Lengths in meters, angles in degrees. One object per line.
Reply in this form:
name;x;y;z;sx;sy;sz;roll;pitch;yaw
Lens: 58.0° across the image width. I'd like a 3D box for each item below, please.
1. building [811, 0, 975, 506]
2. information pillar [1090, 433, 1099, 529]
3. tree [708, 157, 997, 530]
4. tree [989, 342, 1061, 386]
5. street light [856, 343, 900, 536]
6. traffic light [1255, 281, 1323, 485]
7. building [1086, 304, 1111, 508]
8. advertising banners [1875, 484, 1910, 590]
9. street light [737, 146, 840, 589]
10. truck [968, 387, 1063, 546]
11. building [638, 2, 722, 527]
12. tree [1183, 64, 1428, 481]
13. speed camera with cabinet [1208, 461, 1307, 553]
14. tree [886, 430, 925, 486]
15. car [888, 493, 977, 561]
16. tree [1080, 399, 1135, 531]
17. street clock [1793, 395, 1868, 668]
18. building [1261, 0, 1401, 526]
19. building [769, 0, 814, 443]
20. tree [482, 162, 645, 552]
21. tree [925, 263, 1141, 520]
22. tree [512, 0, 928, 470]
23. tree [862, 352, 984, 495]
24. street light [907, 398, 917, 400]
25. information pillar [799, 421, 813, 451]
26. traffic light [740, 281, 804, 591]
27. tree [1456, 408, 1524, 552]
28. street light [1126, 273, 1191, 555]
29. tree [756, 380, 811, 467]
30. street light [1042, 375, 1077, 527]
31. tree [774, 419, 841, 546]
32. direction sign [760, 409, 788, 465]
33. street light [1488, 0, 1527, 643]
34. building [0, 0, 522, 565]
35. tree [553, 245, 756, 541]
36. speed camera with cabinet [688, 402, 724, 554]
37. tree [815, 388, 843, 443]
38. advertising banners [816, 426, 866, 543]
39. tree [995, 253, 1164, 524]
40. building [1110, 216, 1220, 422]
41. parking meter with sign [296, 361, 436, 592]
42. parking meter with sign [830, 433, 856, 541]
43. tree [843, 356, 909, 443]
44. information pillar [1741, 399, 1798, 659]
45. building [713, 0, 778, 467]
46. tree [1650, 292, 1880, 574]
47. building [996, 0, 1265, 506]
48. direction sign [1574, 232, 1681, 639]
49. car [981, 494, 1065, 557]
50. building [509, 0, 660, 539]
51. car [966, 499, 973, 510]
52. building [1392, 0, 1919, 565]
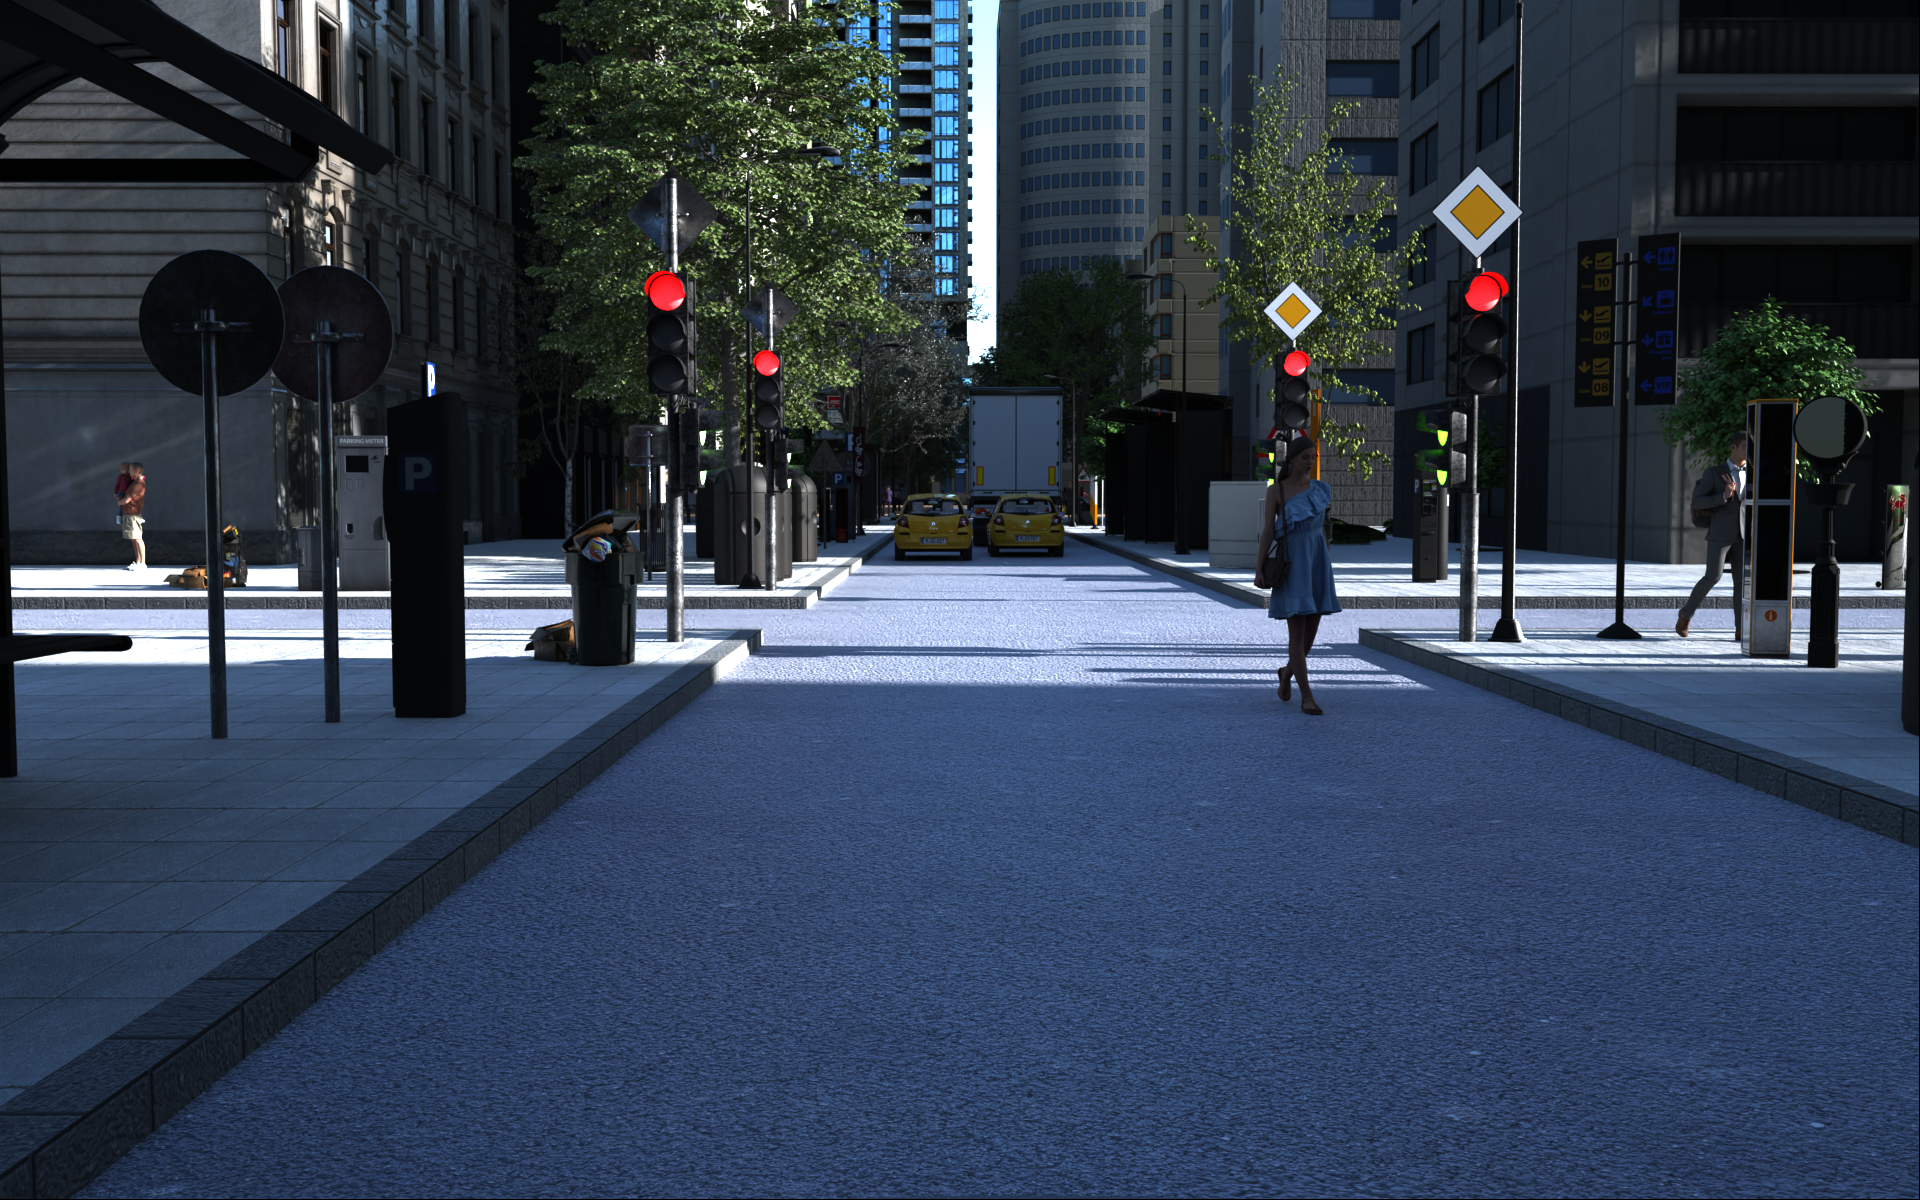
building;-11.673;-54.174;198.415;31.000;86.520;22.319;0;4;0
information pillar;4.899;-4.401;63.309;0.183;3.616;0.504;-1;4;-18
tree;-3.866;-9.303;62.479;12.009;13.543;11.850;0;3;0
tree;4.276;-14.386;141.859;9.857;13.997;8.962;0;3;0
street light;-2.536;-4.951;53.491;1.470;5.913;1.316;0;4;0
traffic light;4.365;-2.082;22.969;0.839;4.253;0.868;0;4;0
building;26.054;-18.774;151.986;27.650;21.520;28.899;0;4;0
advertising banners;13.182;-1.666;23.422;2.074;3.025;0.090;-2;4;-24
street light;-2.301;-3.105;23.304;1.470;5.913;1.316;0;4;0
truck;1.583;-3.801;51.060;2.839;4.237;11.283;0;4;1
building;-17.988;-17.631;74.177;13.634;28.700;20.117;0;4;0
tree;5.858;-4.871;29.996;4.737;8.622;4.395;0;3;0
speed camera with cabinet;6.319;-2.592;36.723;2.038;3.252;0.660;1;4;11
tree;-4.557;-15.393;168.681;9.611;12.733;9.660;0;3;0
car;-0.606;-1.743;38.725;2.015;1.641;3.980;0;4;-1
tree;5.623;-4.664;59.966;4.285;4.588;4.351;0;3;0
street clock;6.415;-0.504;12.816;0.471;2.002;0.358;2;4;33
building;22.964;-32.970;81.054;21.231;58.520;28.212;0;4;0
building;-18.851;-27.495;133.142;14.154;41.232;14.086;0;4;0
tree;-8.696;-5.377;38.274;4.360;8.622;3.978;0;3;0
tree;4.531;-10.344;86.134;9.611;12.733;9.660;0;3;0
tree;-4.205;-6.879;30.606;7.486;12.596;7.792;0;3;0
tree;-3.694;-13.716;130.907;9.857;13.997;8.962;0;3;0
street light;-2.688;-6.816;83.976;1.470;5.913;1.316;0;4;0
information pillar;-4.576;-3.659;51.186;0.504;3.616;0.183;2;4;30
traffic light;-2.496;-2.079;22.916;0.839;4.253;0.868;0;4;0
tree;11.713;-2.707;38.866;1.663;3.219;1.824;0;3;0
street light;4.193;-3.919;36.609;1.470;5.913;1.316;0;4;0
tree;-8.419;-7.351;70.556;4.737;8.622;4.395;0;3;0
street light;3.896;-5.831;67.872;1.470;5.913;1.316;0;4;0
tree;-4.077;-2.962;43.036;1.663;3.219;1.824;0;3;0
direction sign;-4.942;-3.311;46.133;0.876;3.537;0.379;2;4;27
street light;4.237;-2.594;14.946;1.470;5.913;1.316;0;4;0
building;-17.039;-11.640;39.457;9.793;20.994;18.267;0;4;0
tree;-8.550;-5.901;46.840;4.737;8.622;4.395;0;3;0
speed camera with cabinet;-4.801;-2.621;37.187;2.038;3.252;0.660;1;4;18
tree;-8.468;-7.779;77.548;4.737;8.622;4.395;0;3;0
advertising banners;-3.124;-3.019;45.546;0.090;3.025;2.074;-3;5;-42
tree;5.099;-9.083;74.265;9.928;11.665;9.643;0;3;0
building;26.017;-16.965;122.419;27.650;21.520;28.899;0;4;0
parking meter with sign;-7.873;-1.632;22.949;1.738;3.016;0.543;0;4;-6
parking meter with sign;-3.293;-3.196;48.515;0.543;3.016;1.738;1;4;21
tree;-4.704;-8.528;89.791;4.737;8.622;4.395;0;3;0
information pillar;6.338;-0.556;13.575;0.304;2.012;0.304;1;4;12
building;-26.189;-31.918;111.104;28.713;52.752;27.495;0;4;0
tree;13.192;-2.719;28.178;4.285;4.588;4.351;0;3;0
building;18.475;-40.169;198.762;28.212;58.520;21.231;0;4;0
direction sign;5.885;-1.429;15.358;0.876;3.537;0.379;3;4;38
car;1.514;-1.875;40.874;2.015;1.641;3.980;0;4;0
building;-17.356;-13.867;56.401;12.332;23.373;15.834;0;4;0
car;1.541;-8.604;153.256;1.945;1.354;3.894;0;4;-2
building;23.188;-36.780;39.599;20.611;71.187;20.563;0;4;0
